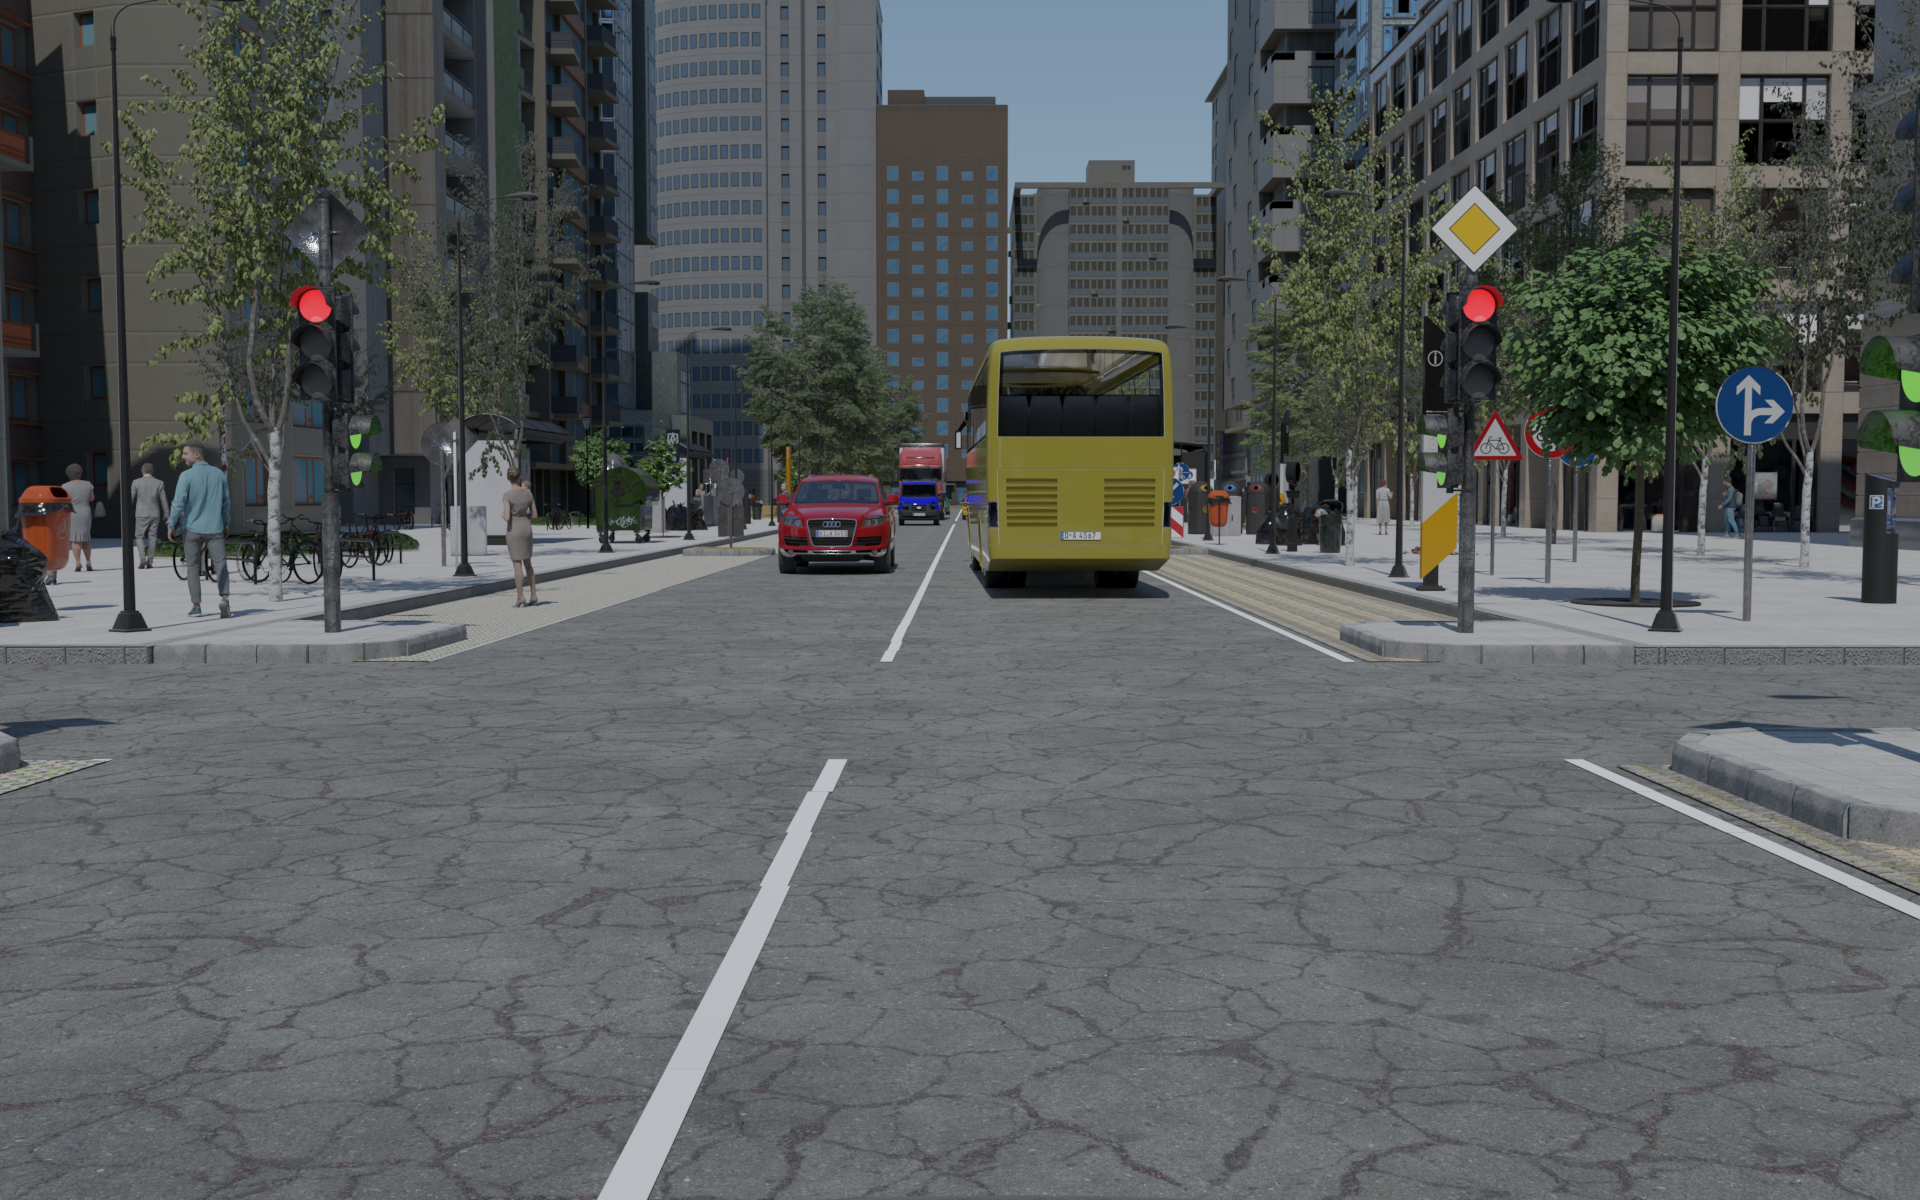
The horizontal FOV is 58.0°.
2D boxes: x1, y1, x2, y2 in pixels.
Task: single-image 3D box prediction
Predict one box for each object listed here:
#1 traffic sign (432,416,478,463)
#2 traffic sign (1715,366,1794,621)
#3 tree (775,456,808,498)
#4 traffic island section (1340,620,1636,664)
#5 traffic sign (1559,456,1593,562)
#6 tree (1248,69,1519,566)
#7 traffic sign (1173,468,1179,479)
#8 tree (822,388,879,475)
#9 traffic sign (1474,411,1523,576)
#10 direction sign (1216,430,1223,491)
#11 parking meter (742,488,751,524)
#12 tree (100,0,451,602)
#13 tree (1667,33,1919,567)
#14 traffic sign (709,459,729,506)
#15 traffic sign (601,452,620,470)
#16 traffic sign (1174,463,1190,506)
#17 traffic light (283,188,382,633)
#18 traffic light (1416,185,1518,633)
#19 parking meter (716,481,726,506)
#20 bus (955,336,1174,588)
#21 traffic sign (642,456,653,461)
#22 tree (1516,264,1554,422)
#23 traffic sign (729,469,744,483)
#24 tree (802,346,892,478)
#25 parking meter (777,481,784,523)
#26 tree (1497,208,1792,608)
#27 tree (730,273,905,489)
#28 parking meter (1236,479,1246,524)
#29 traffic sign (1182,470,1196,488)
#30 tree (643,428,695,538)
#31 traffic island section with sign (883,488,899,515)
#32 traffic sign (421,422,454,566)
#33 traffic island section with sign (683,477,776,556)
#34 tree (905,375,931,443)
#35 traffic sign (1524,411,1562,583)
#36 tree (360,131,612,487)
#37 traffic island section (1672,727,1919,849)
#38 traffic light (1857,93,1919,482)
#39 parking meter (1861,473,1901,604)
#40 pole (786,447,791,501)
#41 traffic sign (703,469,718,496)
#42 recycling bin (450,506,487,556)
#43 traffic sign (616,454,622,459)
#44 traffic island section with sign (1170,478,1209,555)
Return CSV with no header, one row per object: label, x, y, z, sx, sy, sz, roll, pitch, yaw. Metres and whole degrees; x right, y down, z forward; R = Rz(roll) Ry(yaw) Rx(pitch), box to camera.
traffic sign,-8.559,-1.812,29.358,0.795,2.593,0.064,0,4,4
traffic sign,7.942,-1.058,17.408,0.768,2.556,0.104,0,4,2
tree,-8.427,-5.571,85.680,1.663,3.219,1.824,0,3,0
traffic island section,4.699,0.383,16.026,2.009,0.180,2.903,0,4,0
traffic sign,11.559,-1.981,32.496,0.768,2.556,0.104,0,4,7
tree,6.965,-4.894,30.386,4.737,8.622,4.395,0,3,0
traffic sign,8.048,-3.914,66.129,0.606,2.300,0.079,1,4,10
tree,-7.471,-9.830,111.084,4.737,8.622,4.395,0,3,0
traffic sign,8.376,-1.663,27.197,0.884,2.594,0.081,0,4,2
direction sign,9.290,-4.285,62.063,0.379,3.537,0.876,1,4,21
parking meter,-9.122,-4.012,74.011,0.372,1.533,0.369,0,3,0
tree,-8.211,-4.298,20.639,4.737,8.622,4.395,0,3,0
tree,14.802,-4.891,30.324,4.360,8.622,3.978,0,3,0
traffic sign,-8.819,-3.870,63.380,0.768,2.556,0.104,0,4,1
traffic sign,-10.764,-3.300,53.688,0.795,2.593,0.064,0,4,8
traffic sign,8.909,-4.286,70.181,0.768,2.556,0.104,0,4,7
traffic light,-5.802,-1.653,15.952,0.839,4.253,0.868,0,4,0
traffic light,4.659,-1.651,15.912,0.839,4.253,0.868,0,4,0
parking meter,-10.266,-4.202,74.416,0.399,1.863,0.255,3,4,36
bus,1.483,-2.311,29.328,2.896,3.916,12.252,0,4,-1
traffic sign,-10.436,-3.546,58.080,0.768,2.556,0.104,0,4,2
tree,16.301,-6.222,52.098,4.737,8.622,4.395,0,3,0
traffic sign,-11.330,-5.374,87.963,0.768,2.556,0.104,0,4,2
tree,-8.392,-12.871,128.574,7.486,12.596,7.792,0,3,0
parking meter,-7.964,-4.376,77.256,0.255,1.863,0.399,2,4,27
tree,7.803,-2.224,20.077,4.285,4.588,4.351,0,3,0
tree,-8.652,-11.936,101.805,9.857,13.997,8.962,0,3,0
parking meter,10.894,-3.768,67.326,0.399,1.863,0.255,-1,4,-15
traffic sign,9.346,-4.203,70.844,0.606,2.300,0.079,0,4,3
tree,-8.613,-3.447,50.964,1.663,3.219,1.824,0,3,0
traffic island section with sign,-4.968,-6.680,117.843,1.989,1.847,2.006,0,4,0
traffic sign,-9.148,-1.867,30.631,0.768,2.556,0.104,0,4,1
traffic island section with sign,-5.379,-1.961,40.688,1.989,1.847,2.006,0,4,0
tree,-7.380,-15.560,161.060,9.857,13.997,8.962,0,3,0
traffic sign,8.446,-1.511,24.815,0.768,2.556,0.104,0,4,5
tree,-9.156,-5.147,34.510,4.360,8.622,3.978,0,3,0
traffic island section,4.656,0.871,8.041,2.009,0.180,2.903,0,4,0
traffic light,4.616,-1.162,7.927,0.839,4.253,0.868,0,4,0
parking meter,10.814,-0.730,20.341,0.372,1.533,0.369,0,3,0
pole,-7.356,-4.929,74.431,0.158,3.312,0.155,0,3,0
traffic sign,-10.294,-4.242,71.489,0.606,2.300,0.079,0,4,1
recycling bin,-10.229,-1.438,36.066,0.722,1.027,0.722,-1,4,-16
traffic sign,-11.274,-3.497,56.909,0.795,2.593,0.064,0,4,3
traffic island section with sign,4.841,-2.011,41.515,1.989,1.847,2.006,0,4,0
